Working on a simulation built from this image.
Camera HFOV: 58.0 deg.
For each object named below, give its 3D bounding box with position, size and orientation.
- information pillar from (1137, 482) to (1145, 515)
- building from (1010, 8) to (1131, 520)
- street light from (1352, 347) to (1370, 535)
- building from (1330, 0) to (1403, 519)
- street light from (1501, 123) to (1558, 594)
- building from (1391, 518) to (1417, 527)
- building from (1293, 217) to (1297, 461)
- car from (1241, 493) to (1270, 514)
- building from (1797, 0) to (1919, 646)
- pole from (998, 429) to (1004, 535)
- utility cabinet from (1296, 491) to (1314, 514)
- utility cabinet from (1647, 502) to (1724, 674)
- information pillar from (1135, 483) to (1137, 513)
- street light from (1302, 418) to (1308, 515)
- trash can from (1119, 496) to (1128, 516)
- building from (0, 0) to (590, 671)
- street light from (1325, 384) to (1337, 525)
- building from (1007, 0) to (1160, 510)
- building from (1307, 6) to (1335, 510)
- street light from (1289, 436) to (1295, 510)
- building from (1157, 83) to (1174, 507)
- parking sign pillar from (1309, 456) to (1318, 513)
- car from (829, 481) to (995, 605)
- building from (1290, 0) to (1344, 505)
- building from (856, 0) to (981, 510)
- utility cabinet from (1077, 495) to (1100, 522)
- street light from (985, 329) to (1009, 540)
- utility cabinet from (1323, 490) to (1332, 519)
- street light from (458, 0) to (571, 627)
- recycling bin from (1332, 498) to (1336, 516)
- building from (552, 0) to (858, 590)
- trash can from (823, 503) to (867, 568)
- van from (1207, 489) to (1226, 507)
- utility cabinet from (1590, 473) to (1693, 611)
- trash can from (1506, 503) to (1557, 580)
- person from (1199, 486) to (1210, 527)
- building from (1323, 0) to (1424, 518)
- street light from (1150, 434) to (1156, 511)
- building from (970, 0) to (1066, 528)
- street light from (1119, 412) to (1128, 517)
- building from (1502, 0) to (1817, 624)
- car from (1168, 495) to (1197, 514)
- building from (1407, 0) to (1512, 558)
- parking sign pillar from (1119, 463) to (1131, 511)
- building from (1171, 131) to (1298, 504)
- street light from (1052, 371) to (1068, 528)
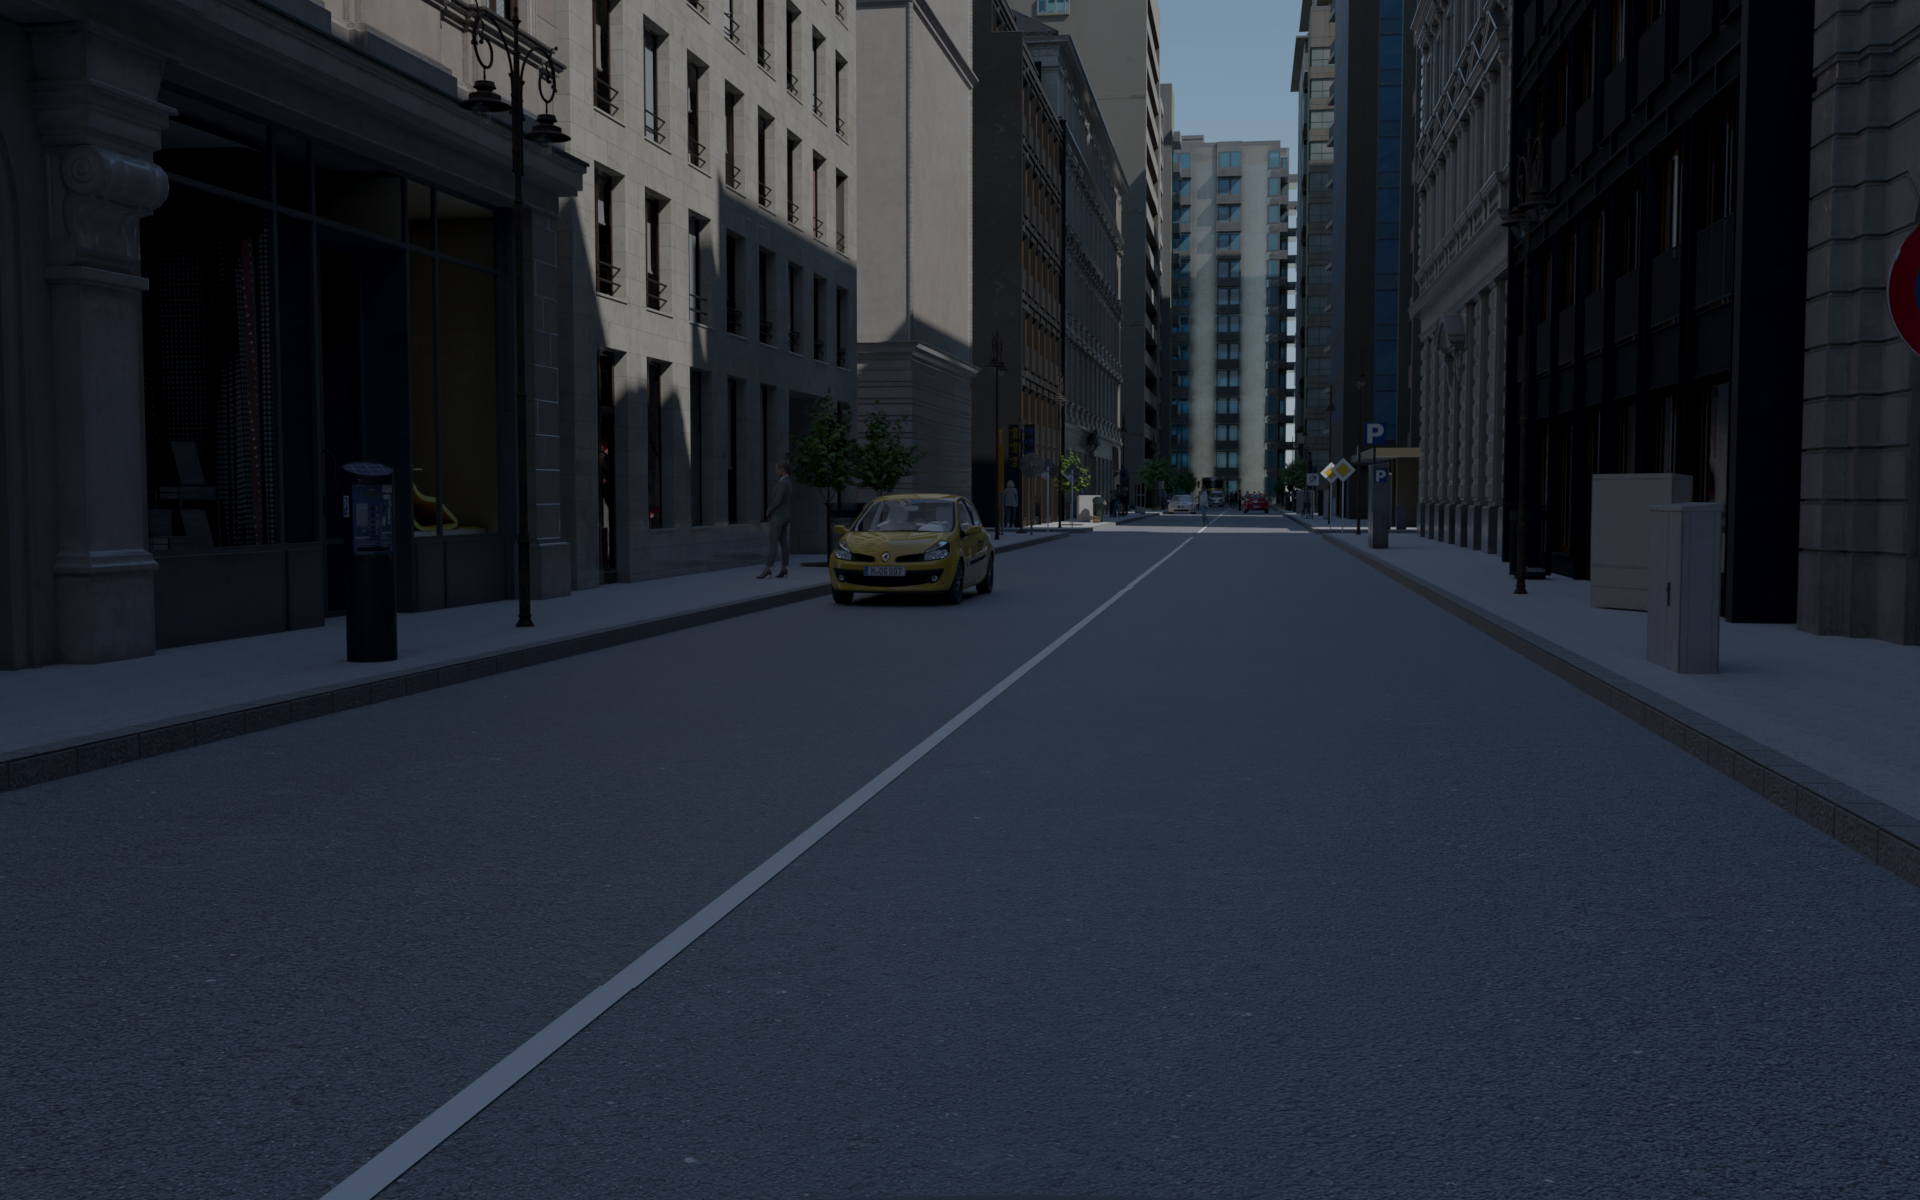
[{"bbox_3d":[11.438,-6.361,108.491,0.304,2.012,0.304,0,4,-2],"label":"information pillar"},{"bbox_3d":[0.320,-20.009,103.557,17.030,29.872,44.131,1,4,9],"label":"building"},{"bbox_3d":[12.562,-4.993,54.418,0.468,5.910,1.993,1,4,9],"label":"street light"},{"bbox_3d":[27.232,-27.018,91.863,14.600,45.320,14.200,1,4,9],"label":"building"},{"bbox_3d":[7.210,-3.016,22.093,0.468,5.910,1.993,1,4,9],"label":"street light"},{"bbox_3d":[31.427,-25.505,71.637,28.867,44.769,22.147,1,4,9],"label":"building"},{"bbox_3d":[50.926,-33.153,225.649,14.086,41.232,14.154,1,4,9],"label":"building"},{"bbox_3d":[22.102,-7.355,129.286,2.155,1.783,4.494,1,4,8],"label":"car"},{"bbox_3d":[11.781,-9.880,3.335,13.314,21.916,24.055,1,4,9],"label":"building"},{"bbox_3d":[1.279,-3.683,54.063,0.158,3.312,0.155,0,3,0],"label":"pole"},{"bbox_3d":[21.721,-6.134,108.975,0.318,1.500,1.173,-3,5,-41],"label":"utility cabinet"},{"bbox_3d":[5.346,-0.102,12.822,0.306,1.237,1.020,1,4,10],"label":"utility cabinet"},{"bbox_3d":[11.958,-6.848,116.464,0.304,2.012,0.304,-1,4,-20],"label":"information pillar"},{"bbox_3d":[20.872,-8.076,104.836,0.468,5.910,1.993,1,4,9],"label":"street light"},{"bbox_3d":[9.728,-5.606,103.313,0.748,1.137,0.748,0,3,0],"label":"trash can"},{"bbox_3d":[-12.520,-9.265,2.398,10.553,20.767,40.483,1,4,9],"label":"building"},{"bbox_3d":[15.573,-6.121,72.862,0.468,5.910,1.993,1,4,9],"label":"street light"},{"bbox_3d":[6.145,-32.284,151.543,21.300,48.544,21.600,1,4,9],"label":"building"},{"bbox_3d":[36.720,-28.425,148.344,14.154,41.232,14.086,1,4,9],"label":"building"},{"bbox_3d":[26.245,-10.031,136.797,0.468,5.910,1.993,1,4,9],"label":"street light"},{"bbox_3d":[13.357,-29.665,168.625,14.154,41.232,14.086,1,4,9],"label":"building"},{"bbox_3d":[24.448,-8.050,120.083,1.447,3.967,1.447,1,4,15],"label":"parking sign pillar"},{"bbox_3d":[-0.610,-0.830,23.795,2.015,1.641,3.980,1,4,10],"label":"car"},{"bbox_3d":[51.731,-37.011,194.361,28.713,52.752,27.495,1,4,9],"label":"building"},{"bbox_3d":[-10.132,-13.216,52.239,21.152,22.565,11.583,1,4,9],"label":"building"},{"bbox_3d":[5.839,-4.123,78.567,1.020,1.237,0.306,-1,4,-14],"label":"utility cabinet"},{"bbox_3d":[1.038,-4.635,48.577,0.468,5.910,1.993,1,4,9],"label":"street light"},{"bbox_3d":[18.443,-4.785,86.912,0.318,1.500,1.173,1,4,18],"label":"utility cabinet"},{"bbox_3d":[-4.212,-2.679,16.595,0.468,5.910,1.993,1,4,9],"label":"street light"},{"bbox_3d":[22.201,-5.585,103.876,0.722,1.027,0.722,2,4,32],"label":"recycling bin"},{"bbox_3d":[-8.822,-10.809,31.480,10.420,20.320,16.860,1,4,9],"label":"building"},{"bbox_3d":[-1.918,-1.055,28.903,0.748,1.137,0.748,0,3,0],"label":"trash can"},{"bbox_3d":[28.176,-11.211,190.306,2.013,2.044,4.112,1,4,10],"label":"van"},{"bbox_3d":[7.475,-0.632,19.016,0.318,1.500,1.173,-1,4,-23],"label":"utility cabinet"},{"bbox_3d":[8.607,-0.885,26.121,0.748,1.137,0.748,0,3,0],"label":"trash can"},{"bbox_3d":[10.773,-4.131,76.315,0.793,1.790,0.793,-3,4,-37],"label":"person"},{"bbox_3d":[36.946,-28.473,120.153,22.147,44.769,28.867,1,4,9],"label":"building"},{"bbox_3d":[14.513,-9.606,129.841,0.468,5.910,1.993,1,4,9],"label":"street light"},{"bbox_3d":[-2.448,-14.936,73.878,12.332,23.373,15.834,1,4,9],"label":"building"},{"bbox_3d":[9.219,-7.637,97.647,0.468,5.910,1.993,1,4,9],"label":"street light"},{"bbox_3d":[15.020,-11.840,23.262,12.332,23.373,15.834,1,4,9],"label":"building"},{"bbox_3d":[15.846,-6.787,123.322,2.083,1.381,4.827,1,4,10],"label":"car"},{"bbox_3d":[17.084,-13.038,42.054,11.050,23.489,19.941,1,4,9],"label":"building"},{"bbox_3d":[11.966,-8.546,128.207,1.447,3.967,1.447,-3,5,-43],"label":"parking sign pillar"},{"bbox_3d":[29.789,-37.582,234.068,30.456,49.044,23.786,1,4,9],"label":"building"},{"bbox_3d":[3.777,-5.664,65.393,0.468,5.910,1.993,1,4,9],"label":"street light"}]
